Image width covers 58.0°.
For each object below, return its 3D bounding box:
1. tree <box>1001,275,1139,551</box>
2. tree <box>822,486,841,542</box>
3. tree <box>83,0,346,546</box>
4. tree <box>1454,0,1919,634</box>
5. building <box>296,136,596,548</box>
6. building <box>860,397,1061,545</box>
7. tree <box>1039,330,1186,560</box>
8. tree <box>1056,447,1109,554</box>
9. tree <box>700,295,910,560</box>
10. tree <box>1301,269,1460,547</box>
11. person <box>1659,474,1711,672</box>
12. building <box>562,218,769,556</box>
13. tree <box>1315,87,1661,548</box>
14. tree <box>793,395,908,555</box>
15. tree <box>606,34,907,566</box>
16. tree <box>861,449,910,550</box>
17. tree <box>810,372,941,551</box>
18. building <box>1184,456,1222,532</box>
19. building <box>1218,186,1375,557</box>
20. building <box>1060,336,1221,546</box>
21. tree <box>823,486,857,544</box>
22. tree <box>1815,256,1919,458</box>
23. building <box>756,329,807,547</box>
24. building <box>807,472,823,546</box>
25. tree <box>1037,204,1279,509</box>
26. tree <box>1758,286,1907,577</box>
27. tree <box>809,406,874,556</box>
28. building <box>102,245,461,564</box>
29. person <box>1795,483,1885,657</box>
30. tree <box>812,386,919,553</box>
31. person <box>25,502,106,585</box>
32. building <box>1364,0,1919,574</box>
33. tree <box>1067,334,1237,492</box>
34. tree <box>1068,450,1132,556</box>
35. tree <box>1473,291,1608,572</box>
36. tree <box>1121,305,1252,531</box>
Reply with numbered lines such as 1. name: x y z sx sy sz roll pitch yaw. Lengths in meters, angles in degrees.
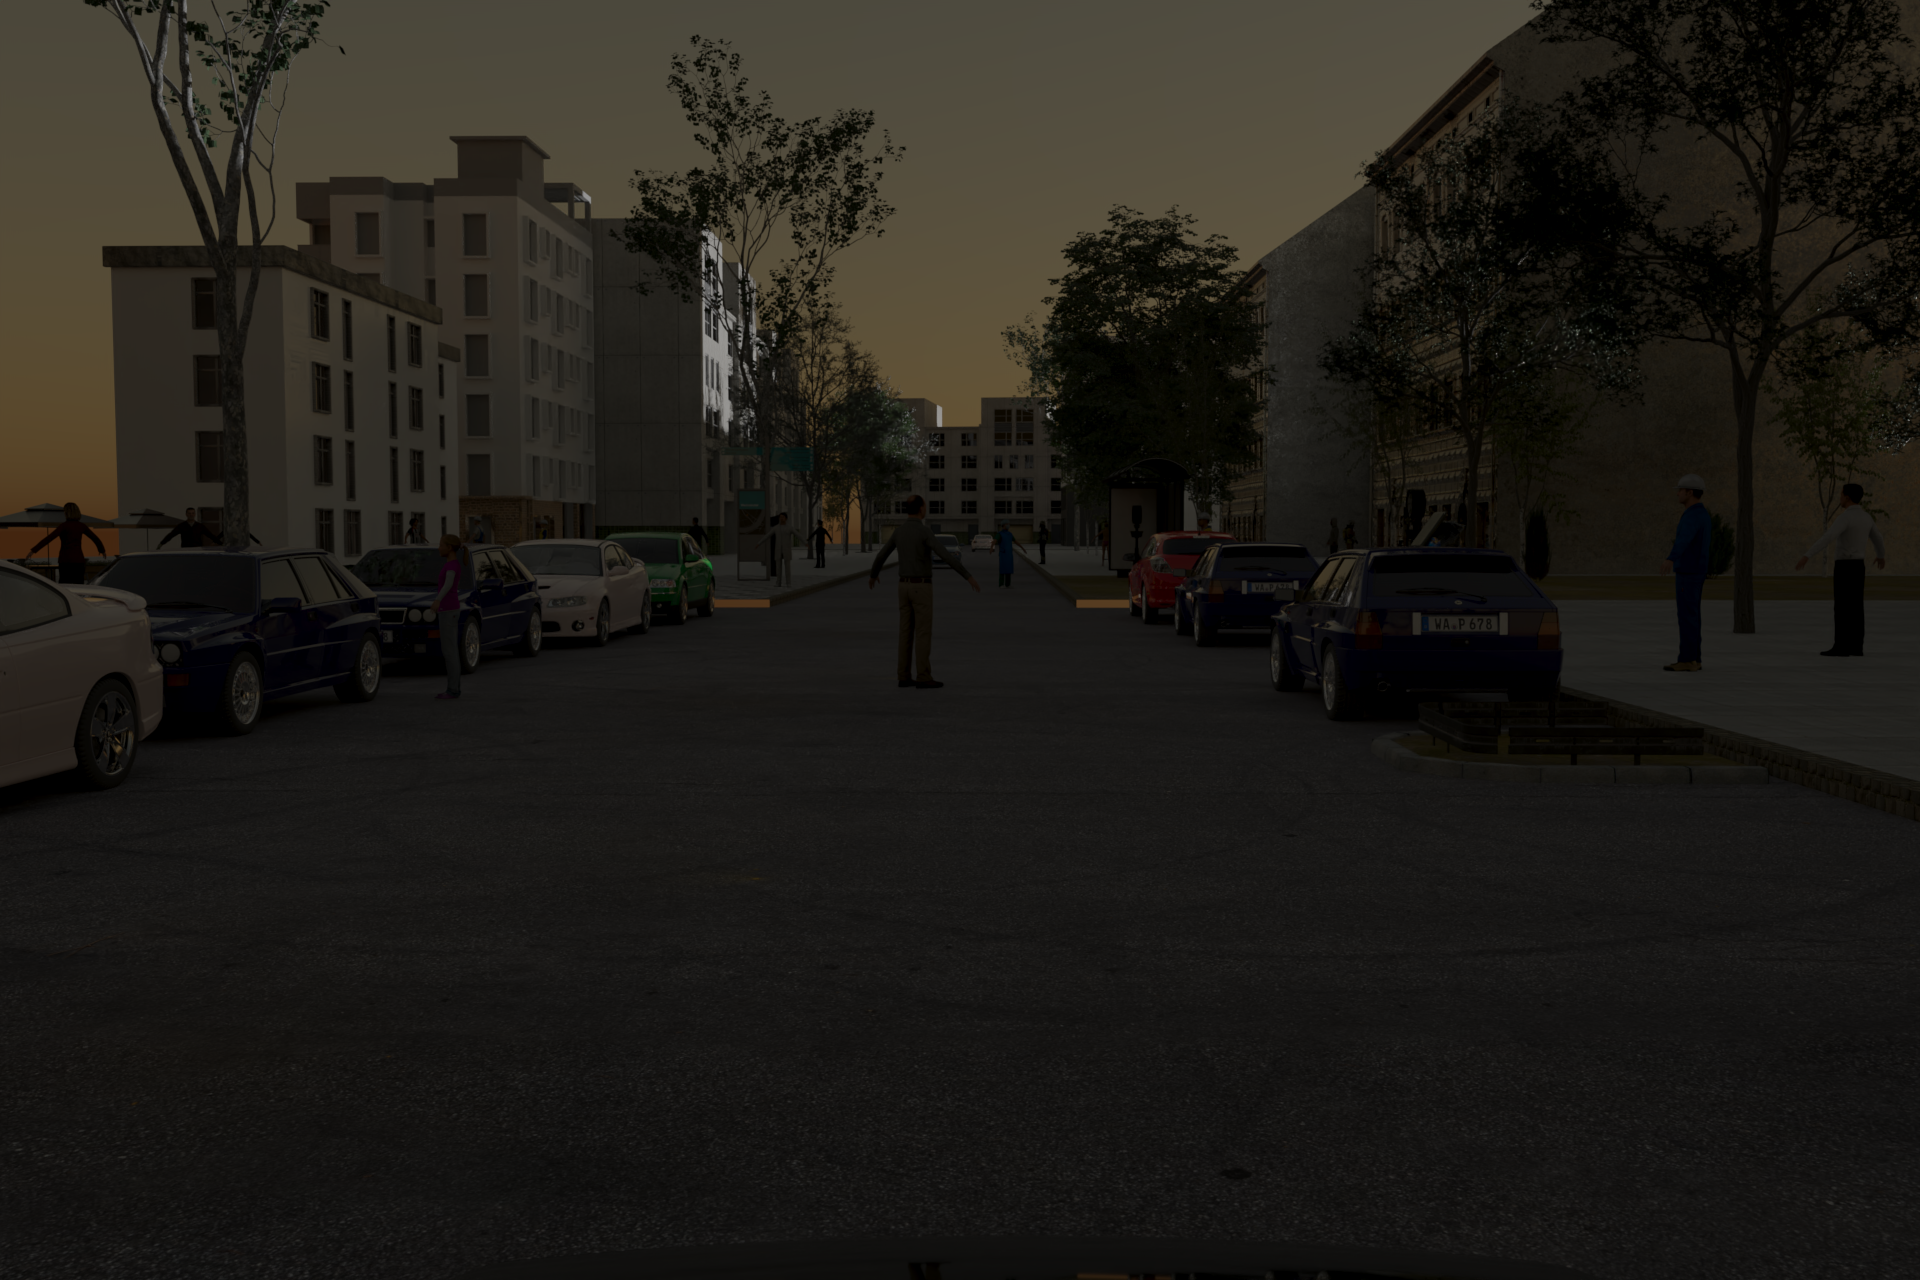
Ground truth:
1. tree: 9.177 -16.642 127.992 12.611 20.169 13.585 0 3 0
2. tree: -17.369 -17.232 232.109 4.737 8.622 4.395 0 3 0
3. tree: -12.911 -10.444 26.645 12.611 20.169 13.585 0 3 0
4. tree: 9.816 -5.360 22.048 7.601 10.594 8.767 -1 4 -14
5. building: -25.630 -13.907 83.803 16.016 20.090 11.380 0 4 2
6. building: 3.733 -22.124 230.645 31.486 18.905 16.747 0 4 7
7. tree: 7.706 -9.799 85.966 9.928 11.665 9.643 0 3 0
8. tree: 8.209 -9.857 111.522 4.737 8.622 4.395 0 3 0
9. tree: -7.529 -10.840 87.601 12.009 13.543 11.850 0 3 0
10. tree: 12.054 -5.925 47.241 4.360 8.622 3.978 0 3 0
11. person: 6.824 -0.635 16.266 0.705 1.842 1.347 2 4 33
12. building: -22.731 -15.083 113.068 16.747 18.905 31.486 0 4 1
13. tree: 10.857 -6.191 35.635 7.601 10.594 8.767 -1 4 -22
14. tree: -6.813 -10.639 108.354 7.601 10.594 8.767 -1 4 -16
15. tree: -9.183 -13.017 68.712 12.611 20.169 13.585 0 3 0
16. tree: -6.501 -11.531 138.895 4.360 8.622 3.978 0 3 0
17. tree: -6.595 -13.374 129.039 12.009 13.543 11.850 0 3 0
18. building: 25.016 -13.327 160.038 9.099 9.664 28.070 0 4 1
19. building: 26.344 -16.752 104.827 19.493 23.208 18.063 0 4 1
20. building: 25.187 -21.452 194.715 27.936 21.610 32.646 0 4 1
21. tree: -15.817 -16.979 227.965 4.737 8.622 4.395 0 3 0
22. tree: 25.564 -6.573 41.879 8.767 10.594 7.601 -2 4 -24
23. building: -24.474 -18.290 165.501 16.747 18.905 31.486 0 4 0
24. building: -19.927 -15.508 195.705 9.099 9.664 28.070 0 4 2
25. tree: 7.383 -9.740 65.897 9.857 13.997 8.962 0 3 0
26. tree: 25.596 -6.151 50.931 4.737 8.622 4.395 0 3 0
27. tree: -6.635 -9.112 99.336 4.360 8.622 3.978 0 3 0
28. building: -23.767 -7.491 64.618 9.099 9.664 28.070 0 4 1
29. person: 9.323 -0.737 18.206 1.344 1.810 0.704 -2 4 -27
30. tree: -6.567 -11.802 118.722 9.928 11.665 9.643 0 3 0
31. person: -12.579 -1.078 24.435 0.721 1.729 1.215 2 4 28
32. building: 26.415 -14.216 63.358 19.493 23.208 18.063 0 4 1
33. tree: 8.358 -8.772 77.837 8.767 10.594 7.601 0 4 6
34. tree: 7.931 -9.334 102.973 4.360 8.622 3.978 0 3 0
35. tree: 17.005 -6.211 51.909 4.737 8.622 4.395 0 3 0
36. tree: 7.839 -6.402 55.032 4.360 8.622 3.978 0 3 0
